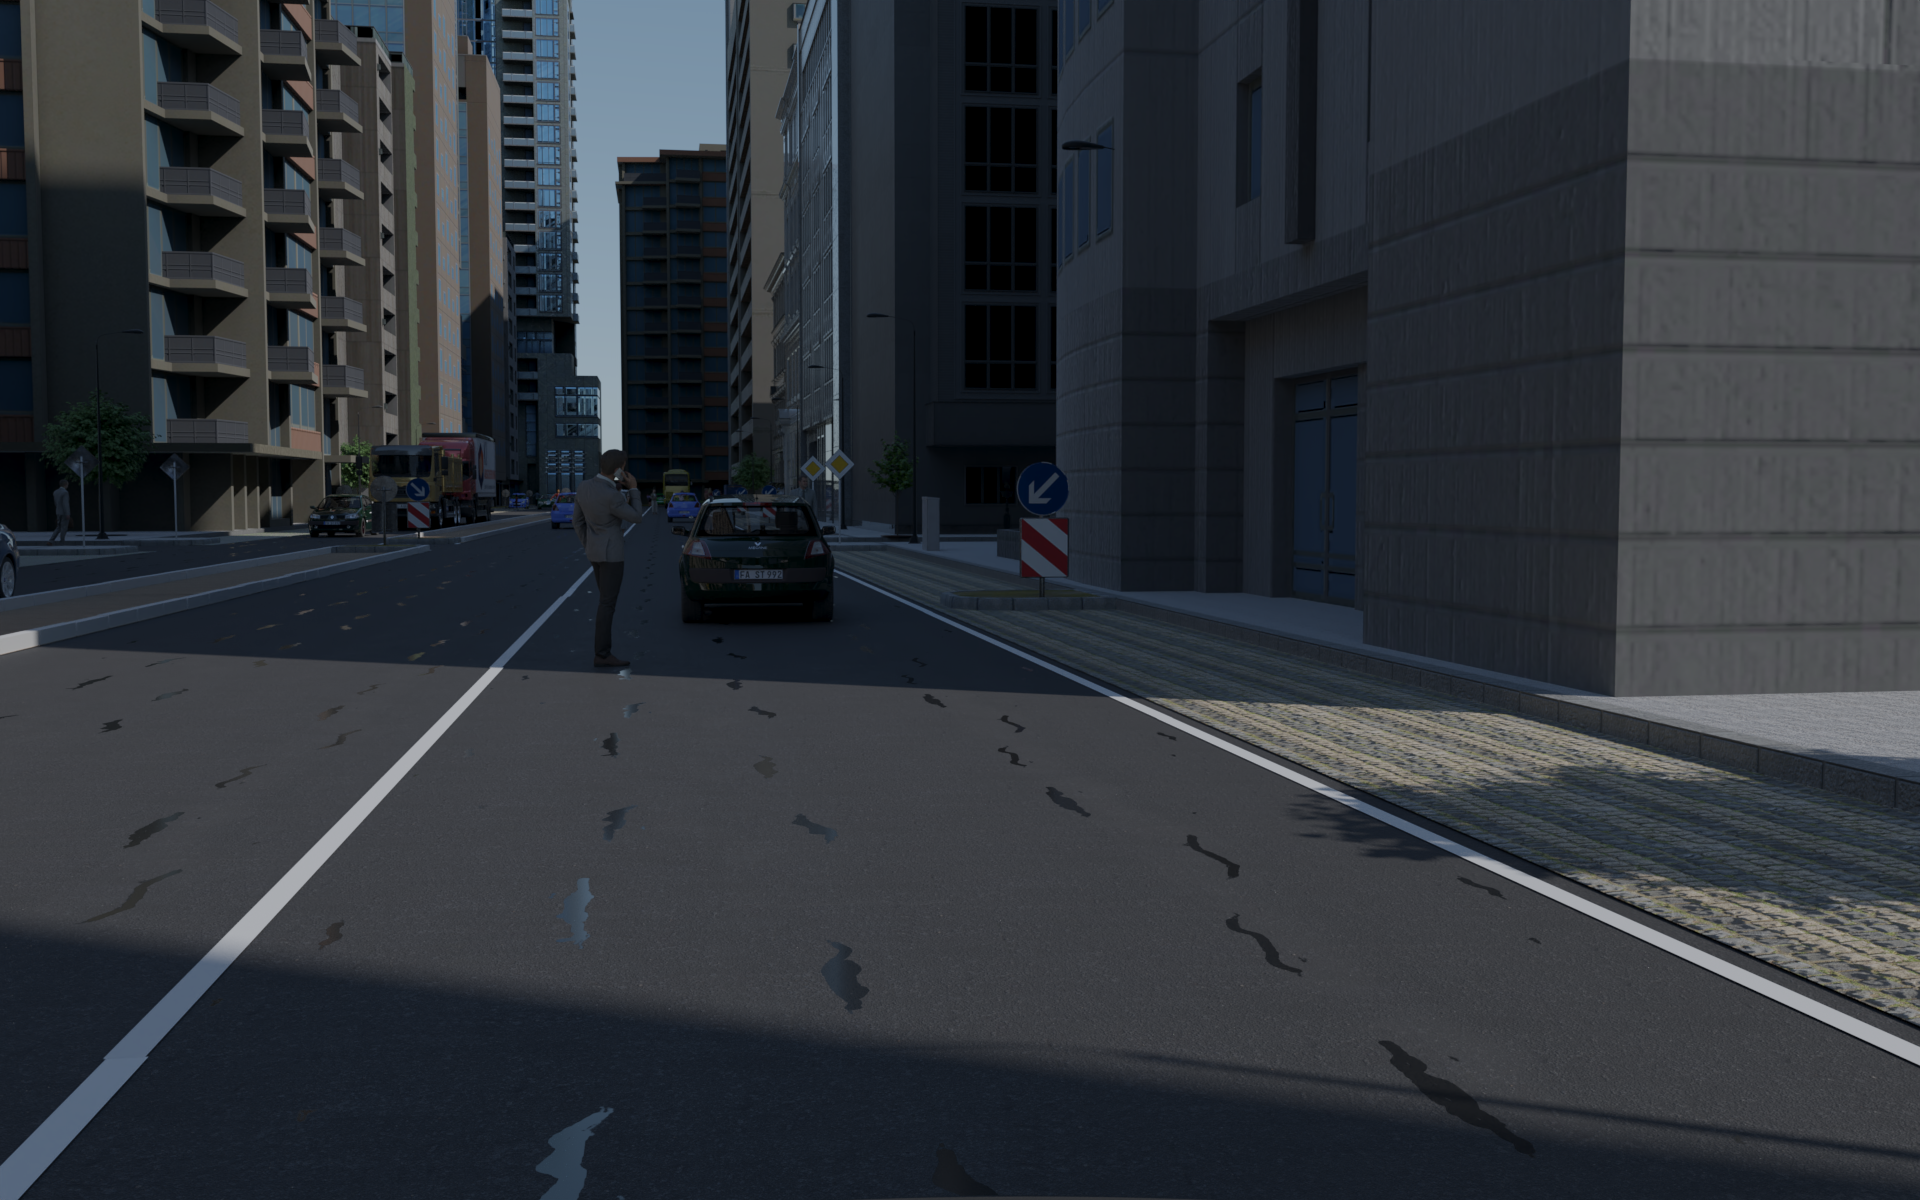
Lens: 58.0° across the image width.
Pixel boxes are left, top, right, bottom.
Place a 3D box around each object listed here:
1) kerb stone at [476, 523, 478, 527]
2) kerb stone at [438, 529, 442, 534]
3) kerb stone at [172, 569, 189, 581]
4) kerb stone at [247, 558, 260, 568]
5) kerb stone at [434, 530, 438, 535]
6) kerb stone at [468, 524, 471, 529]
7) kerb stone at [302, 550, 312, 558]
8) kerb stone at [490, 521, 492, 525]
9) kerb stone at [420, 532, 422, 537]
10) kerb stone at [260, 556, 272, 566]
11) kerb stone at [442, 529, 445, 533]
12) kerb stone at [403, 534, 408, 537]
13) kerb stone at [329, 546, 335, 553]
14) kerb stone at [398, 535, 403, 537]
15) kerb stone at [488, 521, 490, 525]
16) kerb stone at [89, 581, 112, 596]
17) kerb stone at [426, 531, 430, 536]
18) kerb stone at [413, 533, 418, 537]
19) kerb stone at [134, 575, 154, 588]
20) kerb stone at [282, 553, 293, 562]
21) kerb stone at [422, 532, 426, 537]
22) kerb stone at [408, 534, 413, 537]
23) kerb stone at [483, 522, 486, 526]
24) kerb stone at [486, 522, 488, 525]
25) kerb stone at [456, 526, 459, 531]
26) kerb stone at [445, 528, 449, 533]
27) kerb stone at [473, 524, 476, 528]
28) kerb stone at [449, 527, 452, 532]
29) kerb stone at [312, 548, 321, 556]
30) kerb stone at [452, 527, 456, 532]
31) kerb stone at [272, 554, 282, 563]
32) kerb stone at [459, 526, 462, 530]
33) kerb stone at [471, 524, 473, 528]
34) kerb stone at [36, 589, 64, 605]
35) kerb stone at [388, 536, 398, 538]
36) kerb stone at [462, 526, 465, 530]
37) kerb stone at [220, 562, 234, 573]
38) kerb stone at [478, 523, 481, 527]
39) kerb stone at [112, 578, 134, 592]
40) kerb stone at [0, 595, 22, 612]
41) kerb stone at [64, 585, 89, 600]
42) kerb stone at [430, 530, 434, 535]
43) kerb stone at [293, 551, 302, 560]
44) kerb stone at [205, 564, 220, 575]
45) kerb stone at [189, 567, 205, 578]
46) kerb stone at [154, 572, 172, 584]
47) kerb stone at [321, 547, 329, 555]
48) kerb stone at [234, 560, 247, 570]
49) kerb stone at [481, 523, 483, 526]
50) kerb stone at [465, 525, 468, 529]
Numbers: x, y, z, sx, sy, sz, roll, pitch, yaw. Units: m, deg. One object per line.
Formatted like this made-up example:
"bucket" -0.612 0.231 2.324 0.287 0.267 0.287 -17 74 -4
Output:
"kerb stone" -20.692 -3.143 73.589 0.120 0.150 1.000 -1 4 -10
"kerb stone" -18.600 -2.400 61.475 0.120 0.150 1.000 -1 4 -10
"kerb stone" -12.981 -0.392 28.608 0.120 0.150 1.000 -1 4 -10
"kerb stone" -13.841 -0.701 33.660 0.120 0.150 1.000 -1 4 -10
"kerb stone" -18.432 -2.341 60.466 0.120 0.150 1.000 -1 4 -10
"kerb stone" -20.162 -2.953 70.560 0.120 0.150 1.000 -1 4 -10
"kerb stone" -14.710 -1.010 38.716 0.120 0.150 1.000 -1 4 -10
"kerb stone" -21.727 -3.514 79.646 0.120 0.150 1.000 -1 4 -10
"kerb stone" -17.738 -2.086 56.419 0.120 0.150 1.000 -1 4 -10
"kerb stone" -14.012 -0.763 34.677 0.120 0.150 1.000 -1 4 -10
"kerb stone" -18.786 -2.462 62.482 0.120 0.150 1.000 -1 4 -10
"kerb stone" -17.222 -1.908 53.395 0.120 0.150 1.000 -1 4 -10
"kerb stone" -15.228 -1.195 41.744 0.120 0.150 1.000 -1 4 -10
"kerb stone" -17.053 -1.842 52.387 0.120 0.150 1.000 -1 4 -10
"kerb stone" -21.554 -3.452 78.639 0.120 0.150 1.000 -1 4 -10
"kerb stone" -12.280 -0.139 24.563 0.120 0.150 1.000 -1 4 -10
"kerb stone" -18.084 -2.216 58.439 0.120 0.150 1.000 -1 4 -10
"kerb stone" -17.571 -2.030 55.410 0.120 0.150 1.000 -1 4 -10
"kerb stone" -12.628 -0.268 26.581 0.120 0.150 1.000 -1 4 -10
"kerb stone" -14.363 -0.883 36.702 0.120 0.150 1.000 -1 4 -10
"kerb stone" -17.915 -2.155 57.431 0.120 0.150 1.000 -1 4 -10
"kerb stone" -17.393 -1.970 54.403 0.120 0.150 1.000 -1 4 -10
"kerb stone" -21.203 -3.327 76.625 0.120 0.150 1.000 -1 4 -10
"kerb stone" -21.375 -3.391 77.632 0.120 0.150 1.000 -1 4 -10
"kerb stone" -19.465 -2.711 66.520 0.120 0.150 1.000 -1 4 -10
"kerb stone" -18.949 -2.526 63.493 0.120 0.150 1.000 -1 4 -10
"kerb stone" -20.514 -3.077 72.576 0.120 0.150 1.000 -1 4 -10
"kerb stone" -19.130 -2.584 64.499 0.120 0.150 1.000 -1 4 -10
"kerb stone" -14.878 -1.072 39.725 0.120 0.150 1.000 -1 4 -10
"kerb stone" -19.295 -2.649 65.512 0.120 0.150 1.000 -1 4 -10
"kerb stone" -14.189 -0.824 35.685 0.120 0.150 1.000 -1 4 -10
"kerb stone" -19.641 -2.773 67.527 0.120 0.150 1.000 -1 4 -10
"kerb stone" -20.335 -3.016 71.568 0.120 0.150 1.000 -1 4 -10
"kerb stone" -11.927 -0.020 22.537 0.120 0.150 1.000 -1 4 -10
"kerb stone" -16.877 -1.783 51.380 0.120 0.150 1.000 -1 4 -10
"kerb stone" -19.823 -2.833 68.533 0.120 0.150 1.000 -1 4 -10
"kerb stone" -13.494 -0.578 31.646 0.120 0.150 1.000 -1 4 -10
"kerb stone" -20.857 -3.202 74.609 0.120 0.150 1.000 -1 4 -10
"kerb stone" -12.449 -0.207 25.575 0.120 0.150 1.000 -1 4 -10
"kerb stone" -11.758 0.041 21.529 0.120 0.150 1.000 -1 4 -10
"kerb stone" -12.107 -0.080 23.544 0.120 0.150 1.000 -1 4 -10
"kerb stone" -18.261 -2.279 59.453 0.120 0.150 1.000 -1 4 -10
"kerb stone" -14.539 -0.947 37.709 0.120 0.150 1.000 -1 4 -10
"kerb stone" -13.321 -0.514 30.626 0.120 0.150 1.000 -1 4 -10
"kerb stone" -13.145 -0.454 29.619 0.120 0.150 1.000 -1 4 -10
"kerb stone" -12.804 -0.328 27.594 0.120 0.150 1.000 -1 4 -10
"kerb stone" -15.051 -1.130 40.738 0.120 0.150 1.000 -1 4 -10
"kerb stone" -13.665 -0.640 32.653 0.120 0.150 1.000 -1 4 -10
"kerb stone" -21.032 -3.263 75.616 0.120 0.150 1.000 -1 4 -10
"kerb stone" -19.989 -2.896 69.550 0.120 0.150 1.000 -1 4 -10
